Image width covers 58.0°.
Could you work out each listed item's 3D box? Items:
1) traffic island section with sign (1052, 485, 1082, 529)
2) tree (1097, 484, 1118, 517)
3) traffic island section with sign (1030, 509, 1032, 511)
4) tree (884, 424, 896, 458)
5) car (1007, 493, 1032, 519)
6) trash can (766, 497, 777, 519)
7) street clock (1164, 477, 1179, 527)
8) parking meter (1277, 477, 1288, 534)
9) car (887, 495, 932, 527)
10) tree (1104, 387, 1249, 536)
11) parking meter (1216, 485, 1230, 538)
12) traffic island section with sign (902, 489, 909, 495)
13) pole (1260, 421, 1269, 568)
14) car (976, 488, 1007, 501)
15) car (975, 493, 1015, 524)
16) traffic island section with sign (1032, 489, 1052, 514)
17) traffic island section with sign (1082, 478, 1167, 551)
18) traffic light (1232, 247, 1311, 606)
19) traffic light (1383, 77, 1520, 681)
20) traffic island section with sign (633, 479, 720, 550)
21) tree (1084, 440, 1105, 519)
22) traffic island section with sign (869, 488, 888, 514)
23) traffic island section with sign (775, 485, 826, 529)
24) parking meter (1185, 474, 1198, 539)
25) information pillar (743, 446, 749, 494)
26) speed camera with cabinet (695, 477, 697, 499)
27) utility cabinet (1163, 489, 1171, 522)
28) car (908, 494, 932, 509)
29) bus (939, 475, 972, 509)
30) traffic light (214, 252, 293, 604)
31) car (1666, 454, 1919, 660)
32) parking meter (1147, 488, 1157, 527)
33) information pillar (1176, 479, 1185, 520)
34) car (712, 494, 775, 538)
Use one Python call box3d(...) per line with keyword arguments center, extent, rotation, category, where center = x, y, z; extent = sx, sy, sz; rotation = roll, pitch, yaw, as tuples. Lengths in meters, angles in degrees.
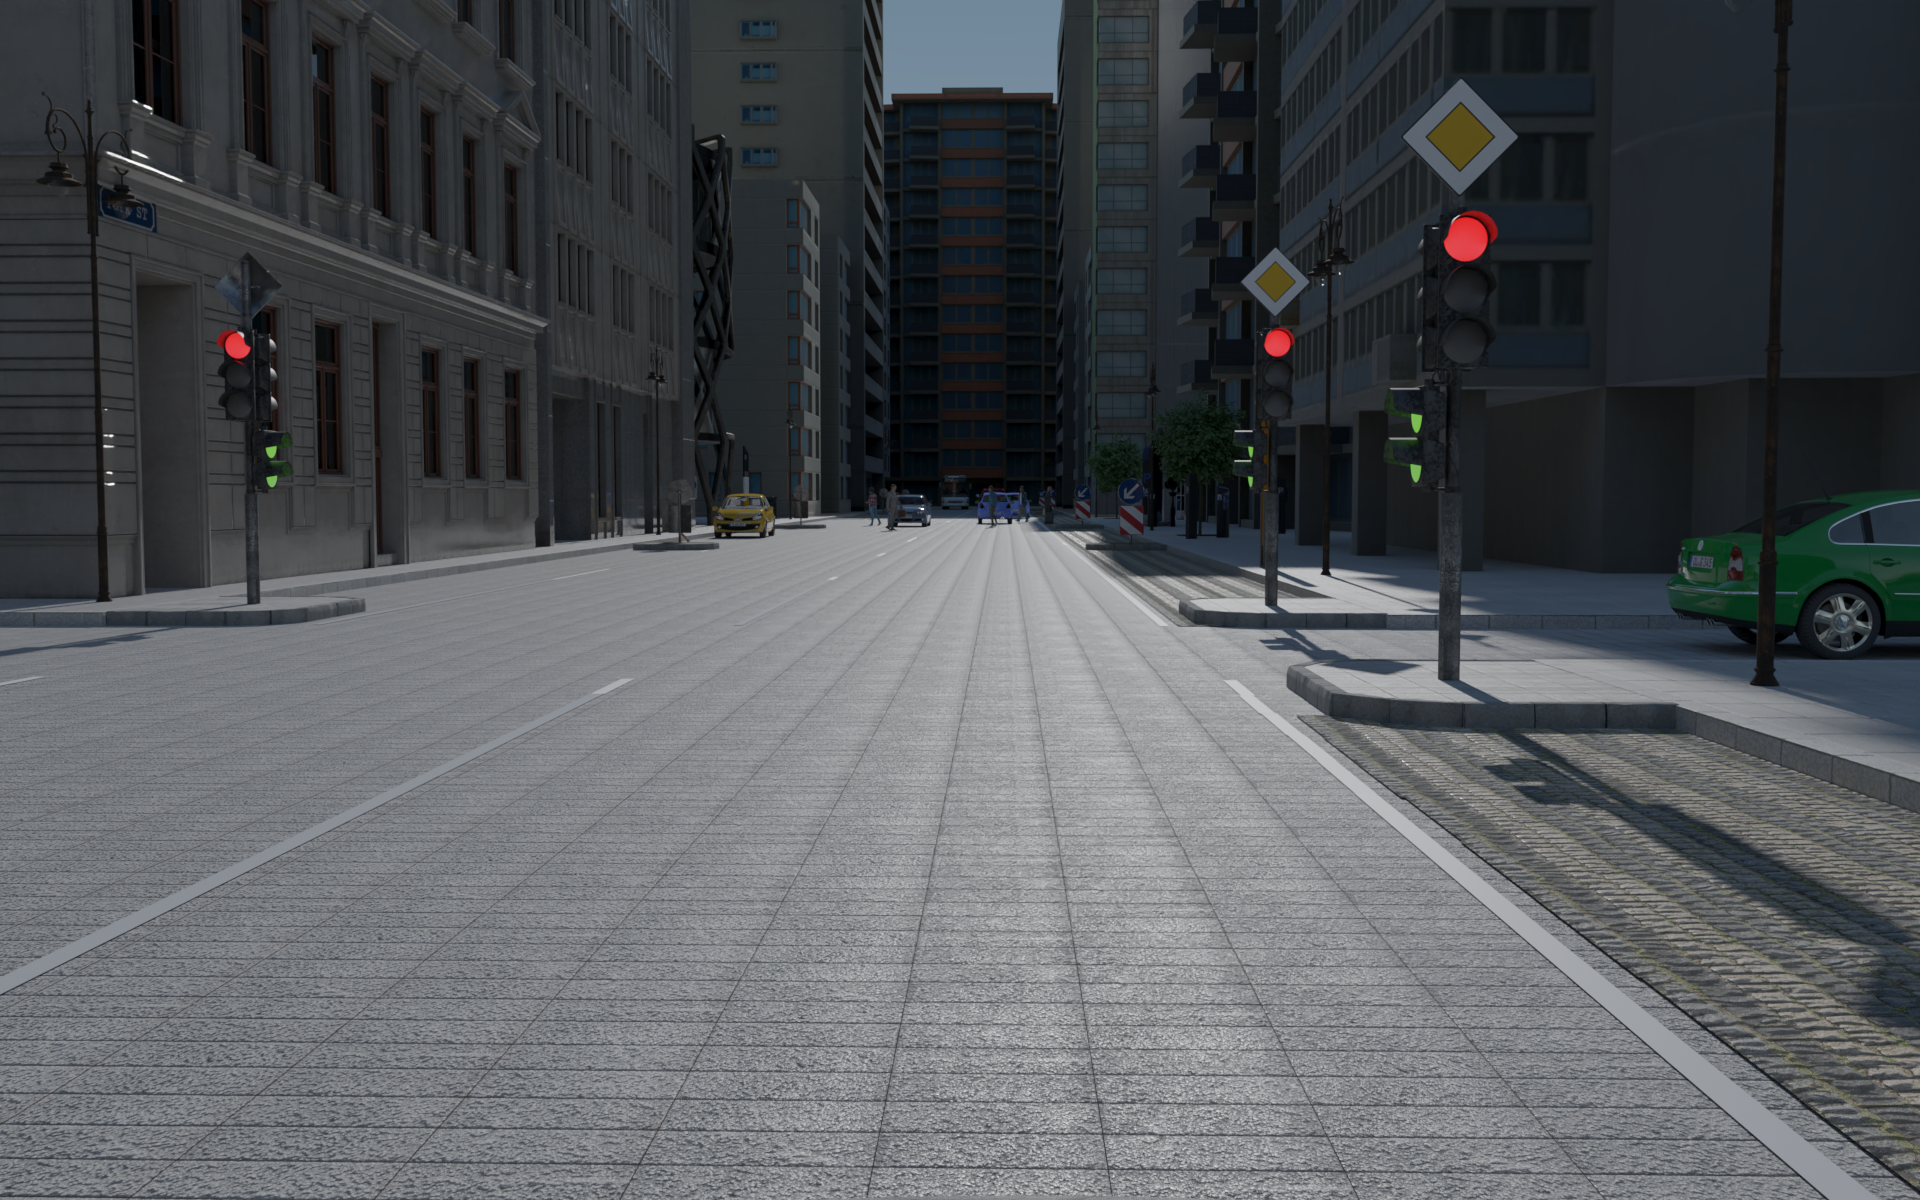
box3d(center=(4.960, -3.878, 72.032), extent=(1.989, 1.847, 2.006), rotation=(0, 4, 1), category="traffic island section with sign")
box3d(center=(8.307, -6.363, 98.640), extent=(1.663, 3.219, 1.824), rotation=(0, 3, 0), category="tree")
box3d(center=(6.949, -8.562, 148.623), extent=(1.989, 1.847, 2.006), rotation=(0, 4, 1), category="traffic island section with sign")
box3d(center=(-7.927, -12.526, 155.160), extent=(4.360, 8.622, 3.978), rotation=(0, 3, 0), category="tree")
box3d(center=(3.229, -5.600, 101.150), extent=(1.945, 1.707, 3.694), rotation=(0, 4, 3), category="car")
box3d(center=(-9.284, -4.471, 84.749), extent=(0.748, 1.137, 0.748), rotation=(0, 3, 0), category="trash can")
box3d(center=(8.309, -3.855, 67.604), extent=(0.471, 2.002, 0.358), rotation=(0, 4, -6), category="street clock")
box3d(center=(10.347, -3.063, 55.795), extent=(0.399, 1.863, 0.255), rotation=(1, 4, 13), category="parking meter")
box3d(center=(-2.237, -3.987, 77.187), extent=(2.014, 1.417, 4.499), rotation=(0, 4, 2), category="car")
box3d(center=(7.311, -4.247, 53.154), extent=(4.285, 4.588, 4.351), rotation=(0, 3, 0), category="tree")
box3d(center=(7.719, -2.595, 50.844), extent=(0.372, 1.533, 0.369), rotation=(0, 3, 0), category="parking meter")
box3d(center=(-4.631, -8.581, 148.931), extent=(1.989, 1.847, 2.006), rotation=(0, 4, 1), category="traffic island section with sign")
box3d(center=(5.325, -2.215, 30.055), extent=(0.158, 3.312, 0.155), rotation=(0, 3, 0), category="pole")
box3d(center=(2.161, -6.273, 111.233), extent=(2.281, 1.827, 5.304), rotation=(0, 4, 0), category="car")
box3d(center=(1.702, -4.580, 84.467), extent=(1.945, 1.707, 3.694), rotation=(0, 4, 0), category="car")
box3d(center=(6.243, -6.914, 121.677), extent=(1.989, 1.847, 2.006), rotation=(0, 4, 1), category="traffic island section with sign")
box3d(center=(4.241, -2.197, 44.547), extent=(1.989, 1.847, 2.006), rotation=(0, 4, 1), category="traffic island section with sign")
box3d(center=(3.567, -1.891, 19.844), extent=(0.839, 4.253, 0.868), rotation=(0, 4, 1), category="traffic light")
box3d(center=(3.361, -1.403, 11.861), extent=(0.839, 4.253, 0.868), rotation=(0, 4, 1), category="traffic light")
box3d(center=(-7.320, -2.225, 45.000), extent=(1.989, 1.847, 2.006), rotation=(0, 4, 1), category="traffic island section with sign")
box3d(center=(8.134, -6.496, 89.928), extent=(4.285, 4.588, 4.351), rotation=(0, 3, 0), category="tree")
box3d(center=(-5.319, -6.933, 121.985), extent=(1.989, 1.847, 2.006), rotation=(0, 4, 1), category="traffic island section with sign")
box3d(center=(-6.609, -3.884, 72.139), extent=(1.989, 1.847, 2.006), rotation=(0, 4, 1), category="traffic island section with sign")
box3d(center=(6.614, -2.676, 49.468), extent=(0.255, 1.863, 0.399), rotation=(-1, 4, -9), category="parking meter")
box3d(center=(-10.374, -5.659, 83.884), extent=(0.183, 3.616, 0.504), rotation=(1, 4, 19), category="information pillar")
box3d(center=(-13.832, -5.536, 84.845), extent=(0.660, 3.252, 2.038), rotation=(3, 5, 41), category="speed camera with cabinet")
box3d(center=(8.515, -3.815, 71.061), extent=(0.318, 1.500, 1.173), rotation=(0, 4, 5), category="utility cabinet")
box3d(center=(-2.689, -5.832, 105.139), extent=(2.009, 1.686, 4.222), rotation=(0, 4, 1), category="car")
box3d(center=(-0.441, -10.334, 163.821), extent=(2.948, 3.499, 13.247), rotation=(0, 4, 0), category="bus")
box3d(center=(-8.240, -1.909, 20.132), extent=(0.839, 4.253, 0.868), rotation=(0, 4, 1), category="traffic light")
box3d(center=(8.959, -0.420, 15.657), extent=(4.718, 1.807, 1.959), rotation=(0, 4, 2), category="car")
box3d(center=(7.508, -3.620, 67.594), extent=(0.372, 1.533, 0.369), rotation=(0, 3, 0), category="parking meter")
box3d(center=(10.962, -4.992, 86.108), extent=(0.304, 2.012, 0.304), rotation=(3, 5, 44), category="information pillar")
box3d(center=(-7.179, -2.909, 57.793), extent=(2.015, 1.641, 3.980), rotation=(0, 3, 0), category="car")
